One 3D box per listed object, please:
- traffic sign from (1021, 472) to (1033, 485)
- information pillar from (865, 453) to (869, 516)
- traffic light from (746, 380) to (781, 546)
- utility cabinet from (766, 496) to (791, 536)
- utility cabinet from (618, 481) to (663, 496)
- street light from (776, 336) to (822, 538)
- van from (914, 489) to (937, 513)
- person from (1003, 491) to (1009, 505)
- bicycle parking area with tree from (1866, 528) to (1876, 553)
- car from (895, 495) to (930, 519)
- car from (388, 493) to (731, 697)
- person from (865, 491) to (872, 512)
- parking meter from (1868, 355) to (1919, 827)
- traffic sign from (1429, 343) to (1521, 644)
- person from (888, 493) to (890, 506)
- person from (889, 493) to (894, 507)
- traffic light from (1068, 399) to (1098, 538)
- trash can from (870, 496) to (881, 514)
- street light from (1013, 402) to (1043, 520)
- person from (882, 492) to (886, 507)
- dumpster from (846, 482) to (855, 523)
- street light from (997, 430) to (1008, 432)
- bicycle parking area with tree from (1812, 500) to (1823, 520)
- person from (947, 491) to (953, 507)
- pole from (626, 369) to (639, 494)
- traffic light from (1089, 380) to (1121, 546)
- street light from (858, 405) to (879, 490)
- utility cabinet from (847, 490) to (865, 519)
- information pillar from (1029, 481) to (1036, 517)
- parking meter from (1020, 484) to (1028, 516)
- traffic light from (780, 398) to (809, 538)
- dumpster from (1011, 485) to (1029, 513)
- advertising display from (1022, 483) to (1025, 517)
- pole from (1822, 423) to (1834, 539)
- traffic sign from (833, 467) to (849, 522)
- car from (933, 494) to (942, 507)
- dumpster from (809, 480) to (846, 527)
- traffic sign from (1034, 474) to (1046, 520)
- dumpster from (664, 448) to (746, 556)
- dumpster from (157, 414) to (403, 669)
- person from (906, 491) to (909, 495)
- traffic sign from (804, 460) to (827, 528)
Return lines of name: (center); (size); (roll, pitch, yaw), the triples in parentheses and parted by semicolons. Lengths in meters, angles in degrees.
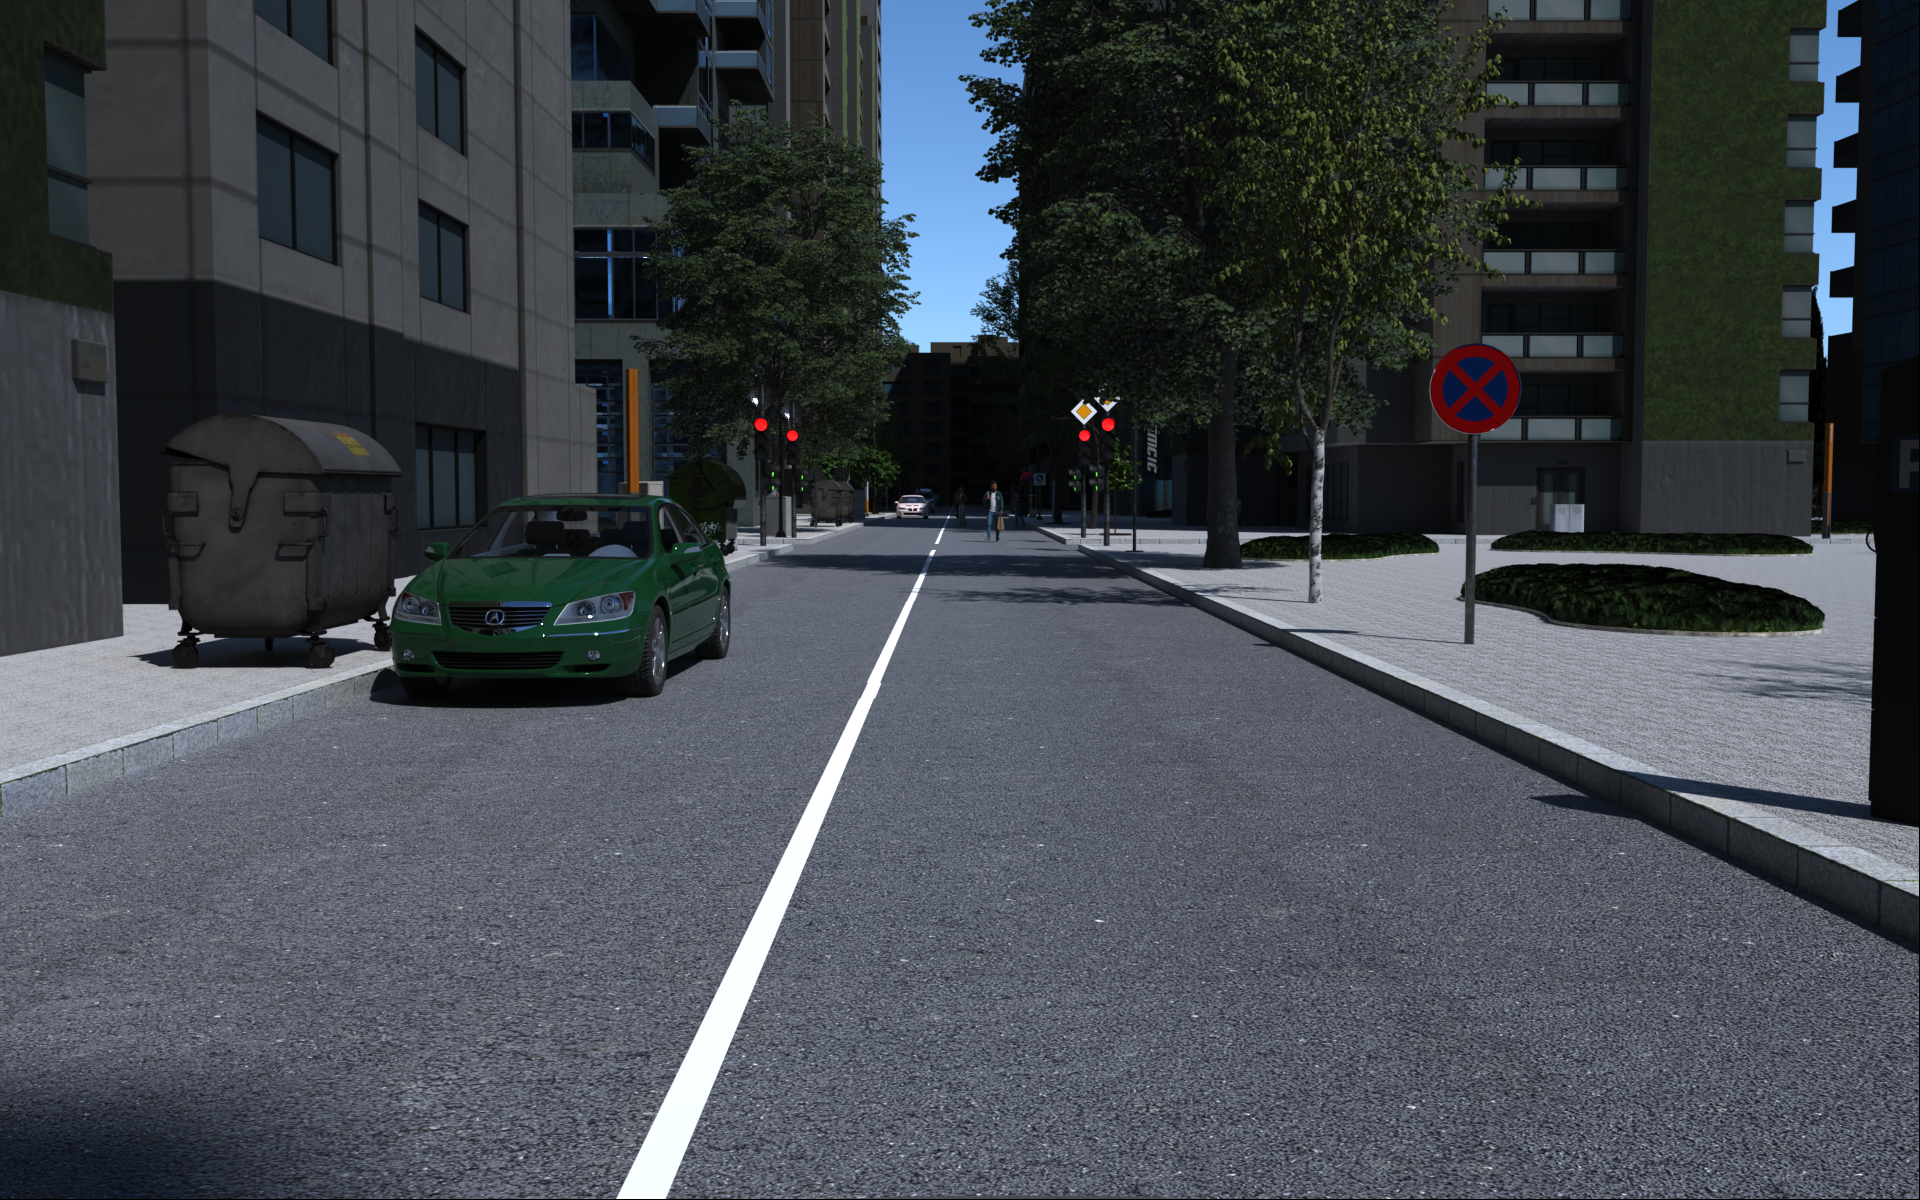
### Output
traffic sign: (3.901, -6.148, 100.623); (0.768, 2.556, 0.104); (1, 4, 9)
information pillar: (-5.354, -6.605, 99.350); (0.183, 3.616, 0.504); (-1, 4, -18)
traffic light: (-4.851, -3.291, 42.734); (0.839, 4.253, 0.868); (0, 3, 0)
utility cabinet: (-5.578, -2.558, 52.980); (1.020, 1.237, 0.306); (3, 5, 41)
utility cabinet: (-5.501, -1.291, 29.788); (0.318, 1.500, 1.173); (-3, 4, -36)
street light: (-4.764, -4.805, 51.097); (1.470, 5.913, 1.316); (0, 3, 0)
van: (-2.763, -7.616, 131.526); (2.013, 2.044, 4.112); (0, 4, -2)
person: (5.157, -11.570, 195.074); (0.709, 1.838, 0.599); (1, 4, 9)
bicycle parking area with tree: (22.968, -2.837, 33.388); (9.016, 4.147, 8.231); (1, 4, 19)
car: (-2.798, -5.465, 101.720); (2.083, 1.381, 4.827); (0, 4, -2)
car: (-2.992, -0.121, 13.784); (2.131, 1.459, 4.920); (0, 4, 2)
person: (-6.920, -7.414, 127.396); (1.348, 1.807, 0.705); (2, 4, 34)
parking meter: (3.790, -0.063, 6.745); (0.255, 1.863, 0.399); (-1, 4, -19)
traffic sign: (4.360, -0.896, 14.751); (0.768, 2.556, 0.104); (0, 4, 3)
person: (-7.556, -10.886, 184.833); (0.445, 1.727, 0.742); (-3, 5, -44)
person: (-7.041, -10.515, 178.056); (0.705, 1.812, 1.348); (-1, 4, -18)
traffic light: (3.605, -3.781, 50.740); (0.839, 4.253, 0.868); (0, 3, 0)
trash can: (-5.560, -6.251, 113.859); (0.748, 1.137, 0.748); (0, 3, 0)
street light: (3.435, -6.963, 86.390); (1.470, 5.913, 1.316); (0, 3, 0)
person: (-7.466, -10.174, 173.322); (0.756, 1.711, 0.436); (-2, 4, -28)
dumpster: (-5.350, -4.349, 76.862); (1.264, 1.857, 1.865); (0, 3, 0)
street light: (3.405, -9.379, 125.887); (1.470, 5.913, 1.316); (0, 3, 0)
bicycle parking area with tree: (46.224, -5.915, 83.713); (9.016, 4.147, 8.231); (1, 4, 13)
person: (-1.128, -11.501, 197.223); (0.721, 1.739, 1.217); (-3, 4, -38)
pole: (-5.356, -2.110, 28.346); (0.158, 3.312, 0.155); (0, 3, 0)
traffic light: (3.610, -3.293, 42.755); (0.839, 4.253, 0.868); (0, 3, 0)
street light: (-4.741, -7.201, 90.274); (1.470, 5.913, 1.316); (0, 3, 0)
utility cabinet: (-5.347, -4.840, 87.809); (1.173, 1.500, 0.318); (-3, 5, -42)
information pillar: (4.030, -5.583, 95.770); (0.304, 2.012, 0.304); (-1, 4, -23)
parking meter: (3.685, -5.748, 99.696); (0.399, 1.863, 0.255); (1, 4, 16)
traffic light: (-4.856, -3.780, 50.719); (0.839, 4.253, 0.868); (0, 3, 0)
dumpster: (4.022, -6.679, 114.952); (1.264, 1.857, 1.865); (0, 3, 0)
advertising display: (3.577, -5.660, 97.749); (0.123, 1.923, 0.974); (0, 4, 4)
pole: (24.989, -3.427, 49.872); (0.158, 3.312, 0.155); (0, 3, 0)
traffic sign: (-5.544, -4.914, 80.449); (0.768, 2.556, 0.104); (0, 4, 8)
car: (-2.984, -11.419, 195.497); (1.959, 1.807, 4.718); (0, 4, 0)
dumpster: (-5.299, -3.837, 68.496); (1.264, 1.857, 1.865); (0, 3, 0)
traffic sign: (3.873, -5.023, 84.258); (0.606, 2.300, 0.079); (0, 4, 2)
dumpster: (-5.361, -2.075, 36.421); (1.502, 2.255, 1.985); (0, 3, 0)
dumpster: (-5.204, -0.466, 13.378); (1.264, 1.857, 1.865); (0, 3, 0)
person: (-6.191, -11.879, 201.735); (0.415, 1.643, 0.593); (-3, 4, -38)
traffic sign: (-5.503, -4.043, 66.108); (0.884, 2.594, 0.081); (0, 4, 1)
